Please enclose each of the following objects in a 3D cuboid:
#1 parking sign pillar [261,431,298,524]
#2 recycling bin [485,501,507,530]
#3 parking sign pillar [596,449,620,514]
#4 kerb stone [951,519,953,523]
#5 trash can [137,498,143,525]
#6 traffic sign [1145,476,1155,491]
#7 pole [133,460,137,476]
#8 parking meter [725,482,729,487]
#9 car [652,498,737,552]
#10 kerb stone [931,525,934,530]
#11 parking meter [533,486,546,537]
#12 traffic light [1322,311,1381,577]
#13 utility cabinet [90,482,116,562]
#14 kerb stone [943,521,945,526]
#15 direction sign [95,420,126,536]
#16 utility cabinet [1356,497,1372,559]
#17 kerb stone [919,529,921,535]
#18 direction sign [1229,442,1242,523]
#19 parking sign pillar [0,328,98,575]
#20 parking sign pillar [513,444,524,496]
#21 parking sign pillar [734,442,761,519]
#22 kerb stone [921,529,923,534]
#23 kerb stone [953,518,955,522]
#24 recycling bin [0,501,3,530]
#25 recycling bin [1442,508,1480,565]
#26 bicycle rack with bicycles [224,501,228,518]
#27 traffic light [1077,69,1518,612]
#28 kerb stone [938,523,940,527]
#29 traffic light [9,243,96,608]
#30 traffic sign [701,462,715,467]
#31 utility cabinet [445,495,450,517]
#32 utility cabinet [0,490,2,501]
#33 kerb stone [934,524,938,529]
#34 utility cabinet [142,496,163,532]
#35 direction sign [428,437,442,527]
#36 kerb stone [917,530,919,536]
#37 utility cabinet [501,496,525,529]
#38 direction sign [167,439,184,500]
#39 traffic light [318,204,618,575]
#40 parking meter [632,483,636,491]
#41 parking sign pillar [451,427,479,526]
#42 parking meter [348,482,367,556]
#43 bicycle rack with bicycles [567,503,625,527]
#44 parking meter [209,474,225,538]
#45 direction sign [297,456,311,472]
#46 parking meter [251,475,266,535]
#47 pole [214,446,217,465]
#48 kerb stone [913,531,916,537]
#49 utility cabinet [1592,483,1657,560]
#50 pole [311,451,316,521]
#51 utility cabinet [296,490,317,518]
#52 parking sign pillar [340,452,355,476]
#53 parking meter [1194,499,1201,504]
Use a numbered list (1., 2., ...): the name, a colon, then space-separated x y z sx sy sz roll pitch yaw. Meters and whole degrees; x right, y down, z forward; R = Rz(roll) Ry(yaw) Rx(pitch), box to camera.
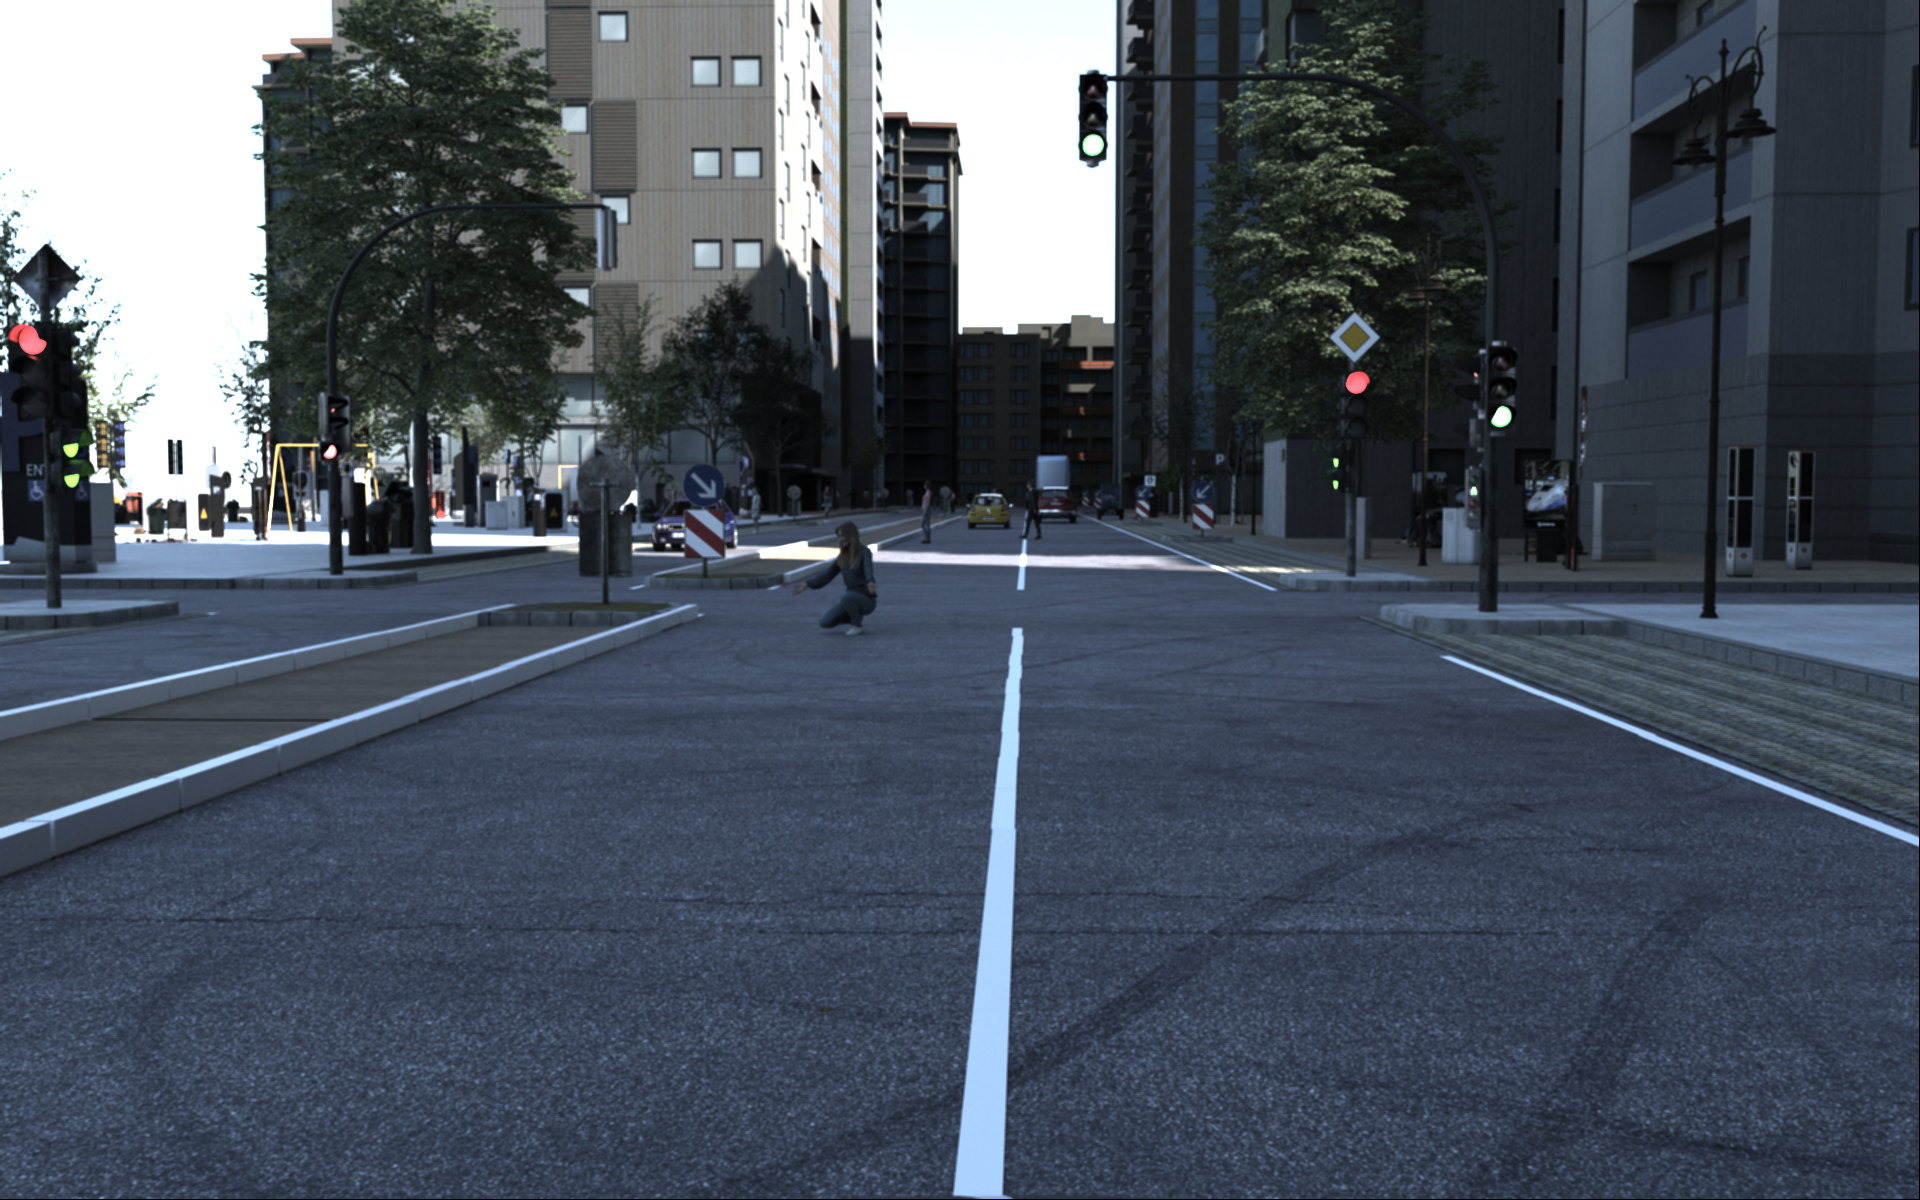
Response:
1. parking sign pillar: -29.144 -5.239 74.125 1.447 3.967 1.447 3 5 42
2. recycling bin: -16.663 -3.039 62.237 0.722 1.027 0.722 -1 4 -18
3. parking sign pillar: -20.884 -6.976 102.526 1.447 3.967 1.447 0 3 0
4. kerb stone: -0.559 -3.822 84.690 0.120 0.150 1.000 0 4 2
5. trash can: -33.473 -3.645 71.241 0.748 1.137 0.748 0 3 0
6. traffic sign: 10.552 -5.752 96.181 0.606 2.300 0.079 0 4 7
7. pole: -49.597 -6.751 104.223 0.158 3.312 0.155 0 3 0
8. parking meter: -11.440 -4.833 84.731 0.255 1.863 0.399 0 4 8
9. car: -6.750 -1.937 44.250 1.945 1.354 3.894 0 4 0
10. kerb stone: -1.200 -2.819 68.289 0.120 0.150 1.000 0 4 2
11. parking meter: -12.528 -2.642 51.603 0.372 1.533 0.369 0 3 0
12. traffic light: 6.054 -2.317 26.802 0.839 4.253 0.868 0 4 2
13. utility cabinet: -16.218 -1.418 31.859 1.173 1.500 0.318 -3 5 -40
14. kerb stone: -0.875 -3.320 76.481 0.120 0.150 1.000 0 4 2
15. direction sign: -25.939 -3.729 52.959 0.379 3.537 0.876 3 5 42
16. utility cabinet: 8.011 -1.429 34.532 0.306 1.237 1.020 1 4 20
17. kerb stone: -1.515 -2.318 60.088 0.120 0.150 1.000 0 4 2
18. direction sign: 12.083 -5.117 75.655 0.876 3.537 0.379 -3 4 -36
19. parking sign pillar: -14.816 -2.419 28.028 1.447 3.967 1.447 1 4 9
20. parking sign pillar: -22.143 -6.027 87.019 1.447 3.967 1.447 -1 4 -11
21. parking sign pillar: -10.962 -6.141 88.880 1.447 3.967 1.447 -2 4 -25
22. kerb stone: -1.482 -2.380 61.112 0.120 0.150 1.000 0 4 2
23. kerb stone: -0.476 -3.947 86.733 0.120 0.150 1.000 0 4 2
24. recycling bin: -34.503 -3.052 62.460 0.722 1.027 0.722 2 4 34
25. recycling bin: 9.299 -1.163 31.574 0.722 1.027 0.722 -2 4 -35
26. bicycle rack with bicycles: -39.790 -4.819 92.180 2.852 0.926 2.925 2 4 29
27. traffic light: 3.646 -2.697 18.764 4.771 5.953 1.251 0 4 2
28. kerb stone: -1.039 -3.067 72.382 0.120 0.150 1.000 0 4 2
29. traffic light: -10.210 -1.866 19.433 0.839 4.253 0.868 0 4 2
30. traffic sign: -9.995 -4.171 68.307 0.768 2.556 0.104 0 4 3
31. utility cabinet: -29.181 -5.334 98.367 1.020 1.237 0.306 0 4 1
32. utility cabinet: -50.905 -5.041 91.102 1.173 1.500 0.318 -2 4 -33
33. kerb stone: -1.077 -3.004 71.360 0.120 0.150 1.000 0 4 2
34. utility cabinet: -26.869 -2.845 57.681 0.306 1.237 1.020 0 4 -3
35. direction sign: -20.905 -4.675 68.435 0.876 3.537 0.379 -3 4 -36
36. kerb stone: -1.563 -2.255 59.058 0.120 0.150 1.000 0 4 2
37. utility cabinet: -16.714 -3.280 64.785 1.020 1.237 0.306 3 4 37
38. direction sign: -32.230 -4.845 71.207 0.379 3.537 0.876 1 4 16
39. traffic light: -7.802 -3.223 27.365 4.771 5.953 1.251 0 4 2
40. parking meter: -17.474 -5.341 93.029 0.255 1.863 0.399 3 5 42
41. parking sign pillar: -19.816 -4.993 70.109 1.447 3.967 1.447 -1 4 -9
42. parking meter: -12.610 -1.702 36.236 0.372 1.533 0.369 0 3 0
43. bicycle rack with bicycles: -14.445 -3.377 68.601 2.925 0.926 2.852 1 4 22
44. parking meter: -21.920 -2.779 51.150 0.399 1.863 0.255 -1 4 -18
45. direction sign: -38.864 -6.783 102.897 0.876 3.537 0.379 -1 4 -12
46. parking meter: -21.967 -2.970 54.267 0.399 1.863 0.255 -1 4 -17
47. pole: -31.520 -4.857 73.247 0.158 3.312 0.155 0 3 0
48. kerb stone: -1.640 -2.129 57.012 0.120 0.150 1.000 0 4 2
49. utility cabinet: 12.761 -1.502 33.234 1.173 1.500 0.318 -1 4 -13
50. pole: -30.680 -5.401 82.157 0.158 3.312 0.155 0 3 0
51. utility cabinet: -34.838 -5.111 92.240 0.318 1.500 1.173 2 4 25
52. parking sign pillar: -34.415 -6.672 97.557 1.447 3.967 1.447 -1 4 -18
53. parking meter: 10.657 -4.232 77.605 0.372 1.533 0.369 0 3 0
